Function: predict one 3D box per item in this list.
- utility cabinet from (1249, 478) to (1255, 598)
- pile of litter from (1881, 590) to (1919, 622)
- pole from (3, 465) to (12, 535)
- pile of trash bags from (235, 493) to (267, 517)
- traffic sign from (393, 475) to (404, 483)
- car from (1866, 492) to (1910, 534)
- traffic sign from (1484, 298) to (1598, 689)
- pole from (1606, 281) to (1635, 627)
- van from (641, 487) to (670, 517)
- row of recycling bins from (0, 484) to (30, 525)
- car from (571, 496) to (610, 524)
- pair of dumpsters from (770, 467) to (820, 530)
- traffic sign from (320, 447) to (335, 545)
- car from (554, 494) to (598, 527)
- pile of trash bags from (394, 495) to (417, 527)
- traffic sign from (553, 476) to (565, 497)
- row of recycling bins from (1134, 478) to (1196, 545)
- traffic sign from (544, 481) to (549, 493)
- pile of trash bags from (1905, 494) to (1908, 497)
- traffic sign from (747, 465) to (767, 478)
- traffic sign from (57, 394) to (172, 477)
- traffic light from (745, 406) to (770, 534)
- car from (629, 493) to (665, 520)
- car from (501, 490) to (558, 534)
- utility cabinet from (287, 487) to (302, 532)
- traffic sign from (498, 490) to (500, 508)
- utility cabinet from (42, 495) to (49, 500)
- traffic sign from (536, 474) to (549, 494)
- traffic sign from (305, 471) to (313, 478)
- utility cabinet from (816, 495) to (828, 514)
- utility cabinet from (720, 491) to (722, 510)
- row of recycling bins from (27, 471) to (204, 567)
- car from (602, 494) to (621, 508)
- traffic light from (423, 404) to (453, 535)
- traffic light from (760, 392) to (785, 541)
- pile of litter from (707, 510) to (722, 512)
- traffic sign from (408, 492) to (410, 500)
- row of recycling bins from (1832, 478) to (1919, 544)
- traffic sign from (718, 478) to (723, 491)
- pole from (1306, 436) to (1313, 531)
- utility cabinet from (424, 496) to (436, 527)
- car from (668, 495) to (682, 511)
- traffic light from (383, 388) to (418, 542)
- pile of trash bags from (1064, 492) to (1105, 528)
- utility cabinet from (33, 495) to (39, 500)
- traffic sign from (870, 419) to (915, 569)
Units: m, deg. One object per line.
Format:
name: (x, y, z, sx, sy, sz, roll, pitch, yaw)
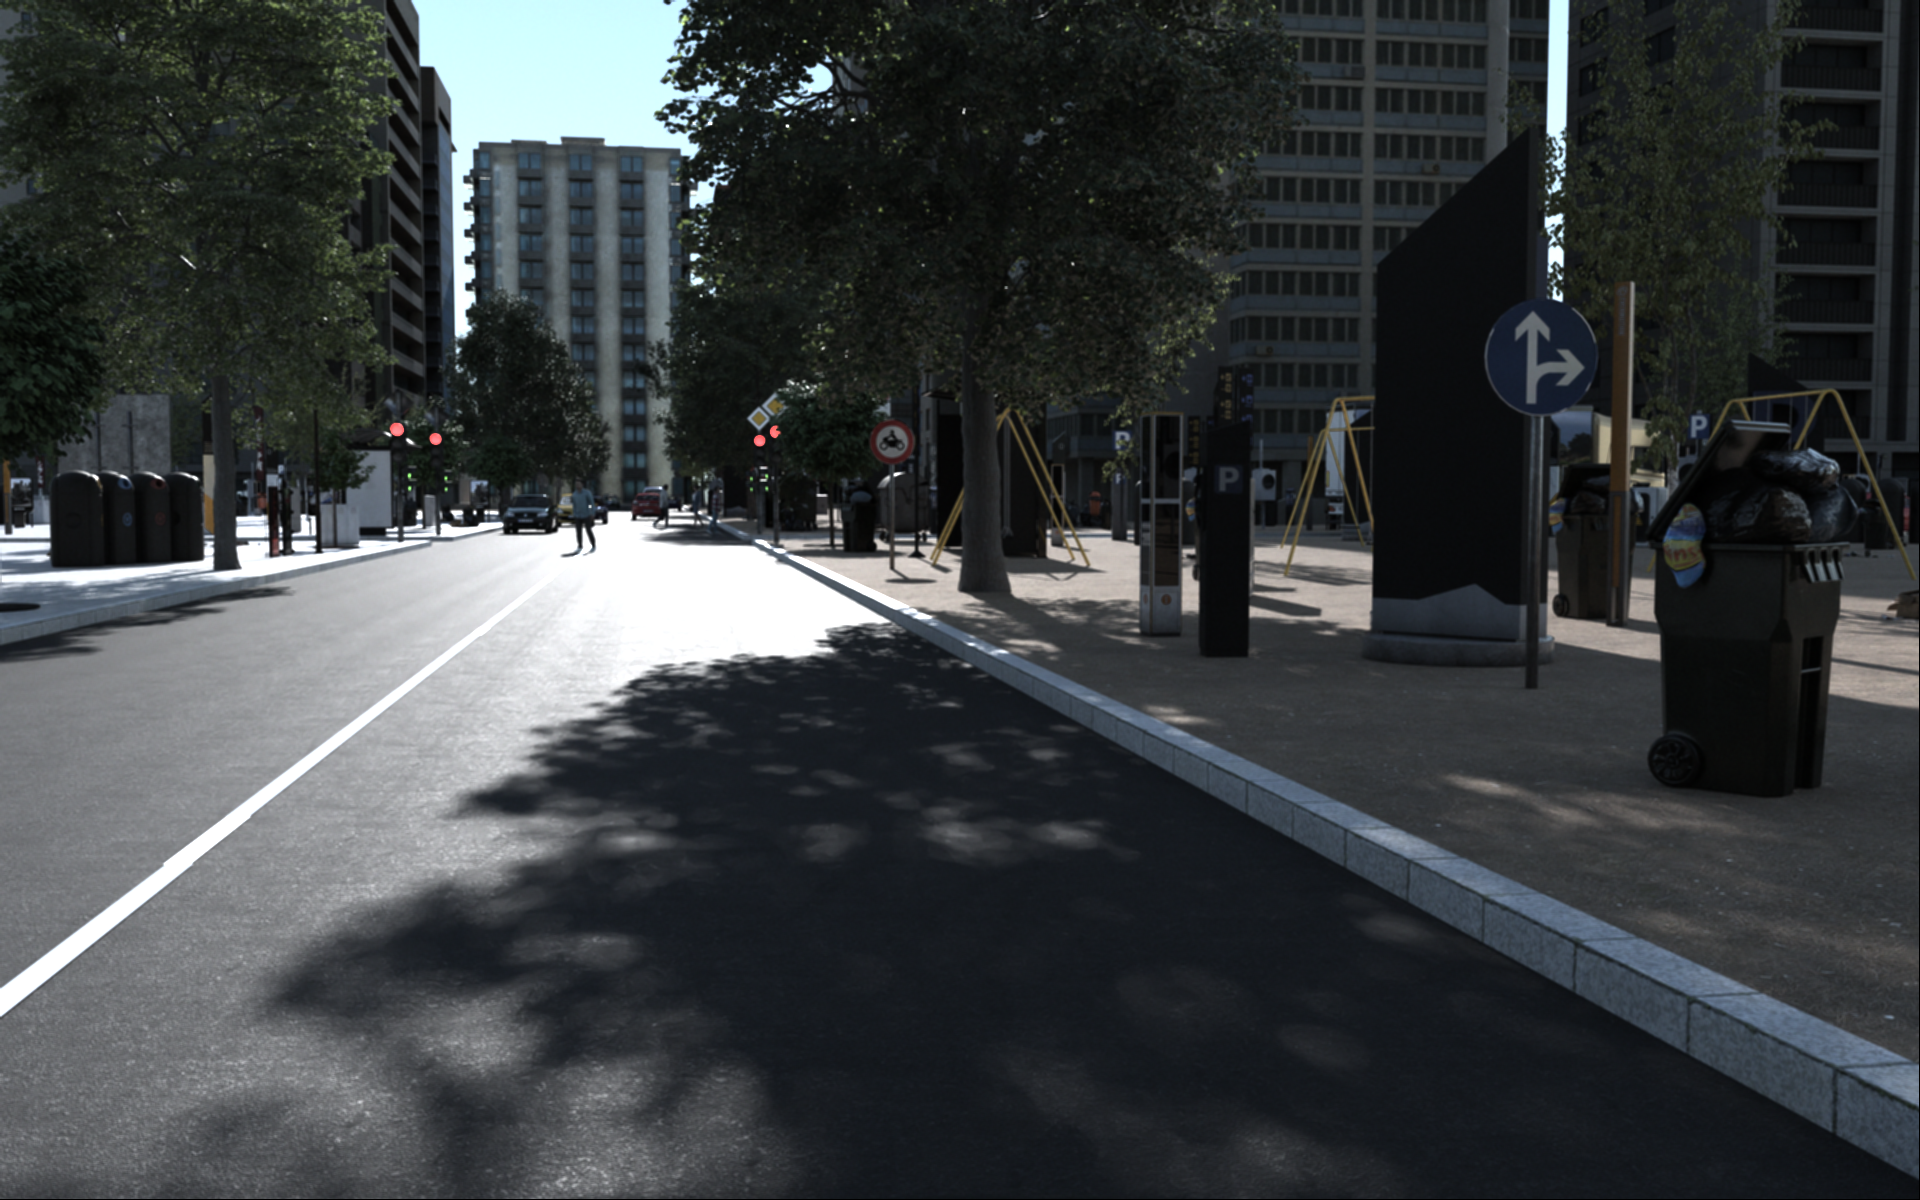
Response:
utility cabinet: (3.490, -0.784, 21.491, 0.318, 1.500, 1.173, 1, 4, 12)
pile of litter: (10.184, -0.244, 17.962, 1.719, 0.858, 1.176, -1, 4, -23)
pole: (-30.180, -3.731, 54.845, 0.158, 3.312, 0.155, 0, 3, 0)
pile of trash bags: (-41.282, -5.450, 98.853, 3.447, 1.369, 1.912, -3, 5, -40)
traffic sign: (-23.065, -4.294, 71.393, 0.795, 2.450, 0.064, 0, 4, -1)
car: (30.772, -2.967, 57.543, 4.494, 1.783, 2.155, -1, 4, -12)
traffic sign: (3.775, -0.688, 11.361, 0.768, 2.556, 0.104, 0, 4, -7)
pole: (6.386, -1.400, 16.740, 0.158, 3.312, 0.155, 0, 3, 0)
van: (-19.686, -6.395, 111.570, 2.013, 2.044, 4.112, -1, 4, -9)
row of recycling bins: (-40.588, -4.021, 72.854, 1.069, 1.692, 3.534, 1, 4, 12)
car: (-17.941, -4.363, 83.923, 1.945, 1.354, 3.894, -1, 4, -11)
pair of dumpsters: (-6.040, -3.731, 63.491, 1.574, 2.255, 4.437, -1, 4, -10)
traffic sign: (-15.191, -2.563, 42.016, 0.768, 2.556, 0.104, 0, 4, -5)
car: (-17.149, -4.094, 77.160, 2.015, 1.641, 3.980, -1, 4, -12)
pile of trash bags: (-22.471, -3.593, 68.493, 1.912, 1.369, 3.447, -1, 4, -14)
traffic sign: (-28.635, -7.562, 123.649, 0.884, 2.594, 0.081, 0, 4, -4)
row of recycling bins: (5.990, -2.273, 44.272, 3.534, 1.692, 1.069, -2, 4, -33)
traffic sign: (-30.282, -7.703, 126.057, 0.768, 2.556, 0.104, 0, 4, -1)
pile of trash bags: (36.772, -3.507, 67.095, 1.912, 1.369, 3.447, 3, 5, 41)
traffic sign: (-6.721, -3.558, 58.185, 0.884, 2.594, 0.081, 0, 4, -3)
traffic sign: (-17.259, -2.537, 35.347, 2.265, 3.308, 0.079, 0, 4, -2)
traffic light: (-6.446, -4.071, 55.487, 0.839, 4.253, 0.868, -1, 4, -10)
car: (-17.360, -5.346, 96.443, 2.155, 1.783, 4.494, -1, 4, -10)
car: (-15.812, -3.305, 63.818, 2.009, 1.686, 4.222, -1, 4, -8)
utility cabinet: (-22.242, -3.009, 57.872, 0.318, 1.500, 1.173, -2, 4, -28)
traffic sign: (-28.253, -6.484, 106.125, 0.768, 2.556, 0.104, 0, 4, -5)
utility cabinet: (-47.602, -4.835, 90.209, 0.306, 1.237, 1.020, -2, 4, -34)
traffic sign: (-26.057, -6.605, 108.104, 0.768, 2.556, 0.104, 0, 4, -4)
traffic sign: (-21.753, -3.596, 58.796, 0.884, 2.594, 0.081, -1, 4, -10)
utility cabinet: (-8.894, -6.028, 109.721, 1.020, 1.237, 0.306, -1, 4, -23)
utility cabinet: (-17.366, -7.239, 127.039, 0.318, 1.500, 1.173, 2, 4, 24)
row of recycling bins: (-15.342, -1.517, 31.916, 1.069, 1.692, 3.534, 1, 4, 13)
car: (-35.355, -9.992, 175.167, 2.131, 1.459, 4.920, -1, 4, -10)
traffic light: (-16.209, -3.967, 53.780, 0.839, 4.253, 0.868, -1, 4, -10)
traffic light: (-5.078, -3.590, 47.619, 0.839, 4.253, 0.868, -1, 4, -10)
pile of litter: (-17.460, -6.725, 123.916, 1.176, 0.858, 1.719, -1, 4, -19)
traffic sign: (-24.551, -4.711, 77.125, 0.768, 2.556, 0.104, 0, 4, -2)
row of recycling bins: (23.886, -2.346, 45.476, 3.534, 1.692, 1.069, 2, 4, 29)
traffic sign: (-15.178, -6.639, 110.684, 0.606, 2.300, 0.079, 0, 4, -5)
pole: (12.304, -4.101, 60.889, 0.158, 3.312, 0.155, 0, 3, 0)
utility cabinet: (-20.726, -3.466, 67.832, 0.306, 1.237, 1.020, 0, 4, -6)
car: (-24.118, -8.064, 144.422, 1.945, 1.354, 3.894, -1, 4, -10)
traffic light: (-14.841, -3.486, 45.912, 0.839, 4.253, 0.868, -1, 4, -10)
pile of trash bags: (4.884, -3.490, 66.816, 1.912, 1.369, 3.447, -1, 4, -9)
utility cabinet: (-58.584, -6.003, 109.308, 0.306, 1.237, 1.020, 1, 4, 20)
traffic sign: (-1.161, -1.801, 29.560, 0.768, 2.556, 0.104, 0, 4, -6)
